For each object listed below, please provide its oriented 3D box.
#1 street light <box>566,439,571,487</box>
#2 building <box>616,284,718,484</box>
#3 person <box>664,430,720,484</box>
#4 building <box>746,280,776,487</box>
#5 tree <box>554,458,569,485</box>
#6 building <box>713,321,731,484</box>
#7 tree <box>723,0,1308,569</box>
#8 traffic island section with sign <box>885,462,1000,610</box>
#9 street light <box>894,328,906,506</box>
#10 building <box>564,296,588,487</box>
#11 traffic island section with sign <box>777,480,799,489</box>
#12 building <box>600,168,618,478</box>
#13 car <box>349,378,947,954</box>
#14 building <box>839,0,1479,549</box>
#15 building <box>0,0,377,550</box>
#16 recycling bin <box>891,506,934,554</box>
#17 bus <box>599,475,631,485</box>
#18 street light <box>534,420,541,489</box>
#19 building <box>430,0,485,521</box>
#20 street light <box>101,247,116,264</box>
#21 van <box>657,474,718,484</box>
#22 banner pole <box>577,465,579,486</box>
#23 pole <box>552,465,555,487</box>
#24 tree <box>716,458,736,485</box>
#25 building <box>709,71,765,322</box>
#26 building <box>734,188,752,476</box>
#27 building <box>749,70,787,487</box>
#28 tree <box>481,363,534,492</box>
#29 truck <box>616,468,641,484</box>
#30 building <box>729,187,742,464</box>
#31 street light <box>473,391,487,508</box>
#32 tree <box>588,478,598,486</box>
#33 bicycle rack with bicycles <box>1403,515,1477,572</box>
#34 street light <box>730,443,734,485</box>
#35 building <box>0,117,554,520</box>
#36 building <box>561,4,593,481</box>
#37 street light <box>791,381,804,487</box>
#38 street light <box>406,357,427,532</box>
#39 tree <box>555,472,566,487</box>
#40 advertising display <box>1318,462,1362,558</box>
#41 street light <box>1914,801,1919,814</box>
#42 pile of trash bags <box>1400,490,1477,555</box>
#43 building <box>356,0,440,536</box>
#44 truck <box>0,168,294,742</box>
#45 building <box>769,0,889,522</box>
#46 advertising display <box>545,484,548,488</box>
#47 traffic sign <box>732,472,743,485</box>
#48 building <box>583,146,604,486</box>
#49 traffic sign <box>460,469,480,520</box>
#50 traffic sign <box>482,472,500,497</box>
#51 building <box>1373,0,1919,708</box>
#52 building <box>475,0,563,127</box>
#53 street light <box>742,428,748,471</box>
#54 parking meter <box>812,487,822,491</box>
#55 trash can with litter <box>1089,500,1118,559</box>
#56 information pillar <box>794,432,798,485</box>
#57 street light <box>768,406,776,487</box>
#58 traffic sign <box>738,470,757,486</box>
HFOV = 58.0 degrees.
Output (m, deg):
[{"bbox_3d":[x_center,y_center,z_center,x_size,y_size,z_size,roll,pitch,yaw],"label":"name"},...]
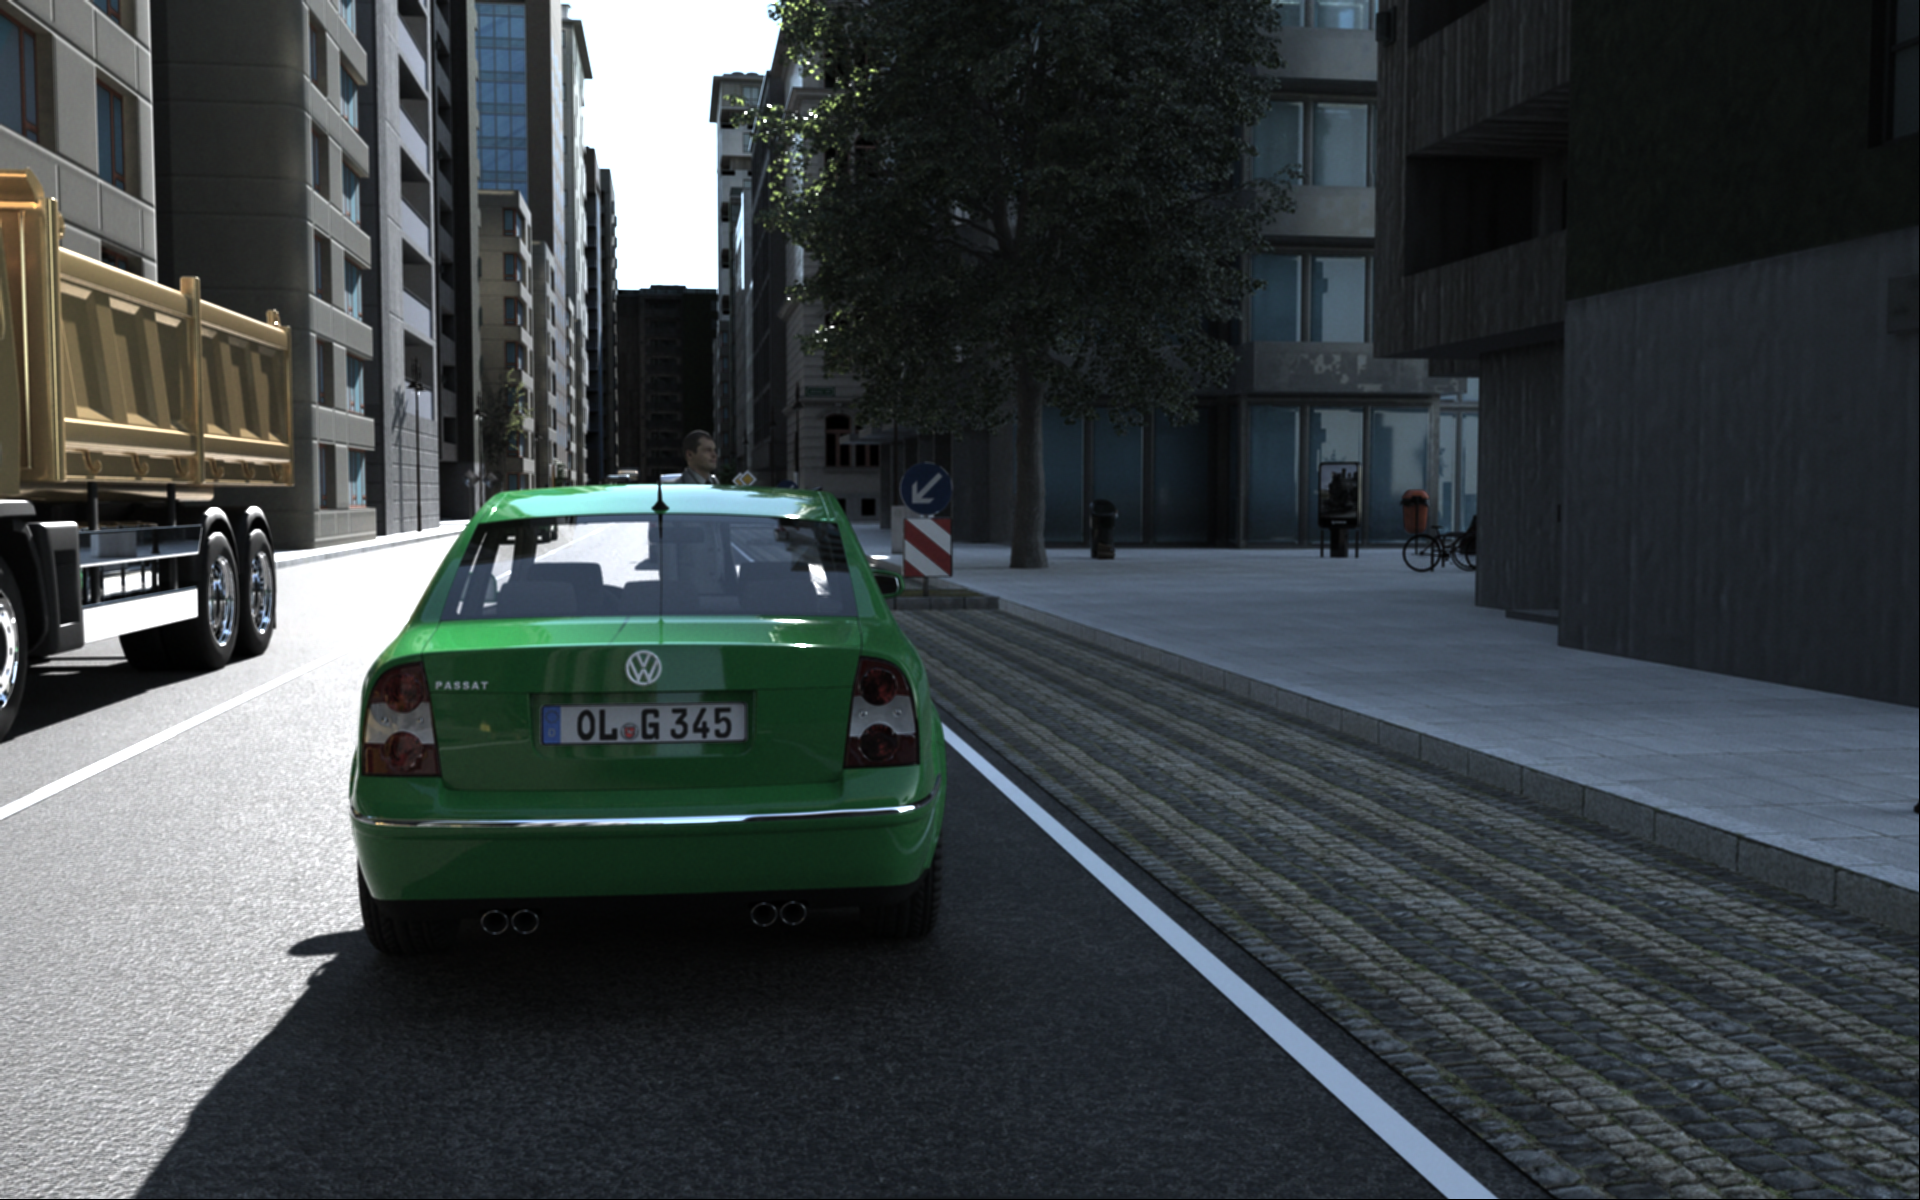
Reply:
[{"bbox_3d":[-31.816,-10.274,140.774,0.468,5.910,1.993,-1,4,-9],"label":"street light"},{"bbox_3d":[-40.781,-28.770,242.088,14.107,30.474,14.160,-1,4,-9],"label":"building"},{"bbox_3d":[-1.551,-0.109,10.376,0.767,1.812,0.694,2,4,29],"label":"person"},{"bbox_3d":[-9.994,-16.606,126.261,10.420,20.320,16.860,-1,4,-9],"label":"building"},{"bbox_3d":[-31.618,-9.122,132.864,4.285,4.588,4.351,0,3,0],"label":"tree"},{"bbox_3d":[-12.664,-21.045,189.131,27.650,21.520,28.899,-1,4,-9],"label":"building"},{"bbox_3d":[1.090,-7.527,29.729,9.857,13.997,8.962,0,3,0],"label":"tree"},{"bbox_3d":[-0.641,-0.830,22.205,1.989,1.847,2.006,-1,4,-9],"label":"traffic island section with sign"},{"bbox_3d":[-1.451,-4.064,39.227,0.468,5.910,1.993,-1,4,-9],"label":"street light"},{"bbox_3d":[-50.114,-19.477,163.490,27.650,21.520,28.899,-1,4,-9],"label":"building"},{"bbox_3d":[-5.012,-2.457,48.805,1.989,1.847,2.006,-1,4,-9],"label":"traffic island section with sign"},{"bbox_3d":[-59.105,-37.874,242.945,21.600,48.544,21.300,-1,4,-9],"label":"building"},{"bbox_3d":[-1.132,0.119,6.850,1.959,1.807,4.718,0,4,-7],"label":"car"},{"bbox_3d":[8.828,-26.527,53.322,23.786,49.044,30.456,-1,4,-9],"label":"building"},{"bbox_3d":[-27.627,-11.394,31.336,27.650,21.520,28.899,-1,4,-9],"label":"building"},{"bbox_3d":[-1.019,-1.509,37.231,0.722,1.027,0.722,1,4,22],"label":"recycling bin"},{"bbox_3d":[-32.842,-10.452,165.745,2.948,3.499,13.247,-1,4,-10],"label":"bus"},{"bbox_3d":[-26.508,-8.321,108.843,0.468,5.910,1.993,-1,4,-9],"label":"street light"},{"bbox_3d":[-30.777,-18.997,82.302,14.160,30.474,14.107,-1,4,-9],"label":"building"},{"bbox_3d":[-13.124,-3.314,26.965,0.468,5.910,1.993,-1,4,-9],"label":"street light"},{"bbox_3d":[-5.903,-1.878,37.718,2.013,2.044,4.112,-1,4,-8],"label":"van"},{"bbox_3d":[-32.533,-9.641,147.650,0.401,3.779,0.863,-1,4,-15],"label":"banner pole"},{"bbox_3d":[-28.697,-7.861,122.373,0.158,3.312,0.155,0,3,0],"label":"pole"},{"bbox_3d":[-20.364,-10.558,156.343,4.285,4.588,4.351,0,3,0],"label":"tree"},{"bbox_3d":[-16.418,-38.355,216.337,28.713,52.752,27.495,-1,4,-9],"label":"building"},{"bbox_3d":[-12.373,-19.976,144.637,12.078,24.808,19.932,-1,4,-9],"label":"building"},{"bbox_3d":[-5.126,-19.085,105.554,14.314,27.812,24.014,-1,4,-9],"label":"building"},{"bbox_3d":[-25.810,-8.934,96.438,4.360,8.622,3.978,0,3,0],"label":"tree"},{"bbox_3d":[-35.960,-12.157,187.674,2.839,4.237,11.283,-1,4,-10],"label":"truck"},{"bbox_3d":[-15.099,-24.139,166.380,14.160,30.474,14.107,-1,4,-9],"label":"building"},{"bbox_3d":[-21.431,-6.397,77.378,0.468,5.910,1.993,-1,4,-9],"label":"street light"},{"bbox_3d":[-44.556,-13.283,211.780,1.663,3.219,1.824,0,3,0],"label":"tree"},{"bbox_3d":[9.081,-0.959,29.062,2.925,0.926,2.852,1,4,22],"label":"bicycle rack with bicycles"},{"bbox_3d":[-20.122,-11.017,152.915,0.468,5.910,1.993,-1,4,-9],"label":"street light"},{"bbox_3d":[-41.008,-16.251,110.741,27.650,21.520,28.899,-1,4,-9],"label":"building"},{"bbox_3d":[-55.167,-36.758,190.230,28.713,52.752,27.495,-1,4,-9],"label":"building"},{"bbox_3d":[-6.659,-6.013,71.106,0.468,5.910,1.993,-1,4,-9],"label":"street light"},{"bbox_3d":[-18.288,-5.237,58.415,0.468,5.910,1.993,-1,4,-9],"label":"street light"},{"bbox_3d":[-30.409,-8.219,128.984,1.663,3.219,1.824,0,3,0],"label":"tree"},{"bbox_3d":[7.684,-1.825,35.053,0.123,1.923,0.974,-3,5,-42],"label":"advertising display"},{"bbox_3d":[3.935,-2.079,6.780,0.468,5.910,1.993,-1,4,-9],"label":"street light"},{"bbox_3d":[11.038,-1.636,36.496,3.447,1.369,1.912,0,4,8],"label":"pile of trash bags"},{"bbox_3d":[-32.804,-31.509,57.178,28.212,58.520,21.231,-1,4,-9],"label":"building"},{"bbox_3d":[-6.944,-0.959,11.602,3.469,3.379,9.791,0,4,-8],"label":"truck"},{"bbox_3d":[2.699,-18.328,87.057,23.554,28.519,14.401,-1,4,-9],"label":"building"},{"bbox_3d":[-26.053,-6.358,109.171,0.123,1.923,0.974,-1,4,-18],"label":"advertising display"},{"bbox_3d":[-10.019,-4.612,79.052,0.795,2.450,0.064,-1,4,-9],"label":"traffic sign"},{"bbox_3d":[-52.579,-34.726,217.881,14.200,45.320,14.600,-1,4,-9],"label":"building"},{"bbox_3d":[-19.626,-4.022,69.407,0.795,2.450,0.064,-1,4,-9],"label":"traffic sign"},{"bbox_3d":[-20.921,-4.504,77.287,0.795,2.450,0.064,-1,4,-9],"label":"traffic sign"},{"bbox_3d":[11.632,-14.996,16.893,14.160,30.474,14.107,-1,4,-9],"label":"building"},{"bbox_3d":[-39.494,-29.972,140.151,14.600,45.320,14.200,-1,4,-9],"label":"building"},{"bbox_3d":[-14.986,-9.075,121.159,0.468,5.910,1.993,-1,4,-9],"label":"street light"},{"bbox_3d":[-5.018,-3.202,60.758,0.372,1.533,0.369,0,3,0],"label":"parking meter"},{"bbox_3d":[2.913,-1.409,34.422,0.624,1.170,1.055,0,4,-5],"label":"trash can with litter"},{"bbox_3d":[-6.175,-4.517,65.200,0.183,3.616,0.504,-1,4,-15],"label":"information pillar"},{"bbox_3d":[-9.713,-7.152,89.726,0.468,5.910,1.993,-1,4,-9],"label":"street light"},{"bbox_3d":[-8.724,-4.130,71.172,0.795,2.450,0.064,-1,4,-9],"label":"traffic sign"}]
